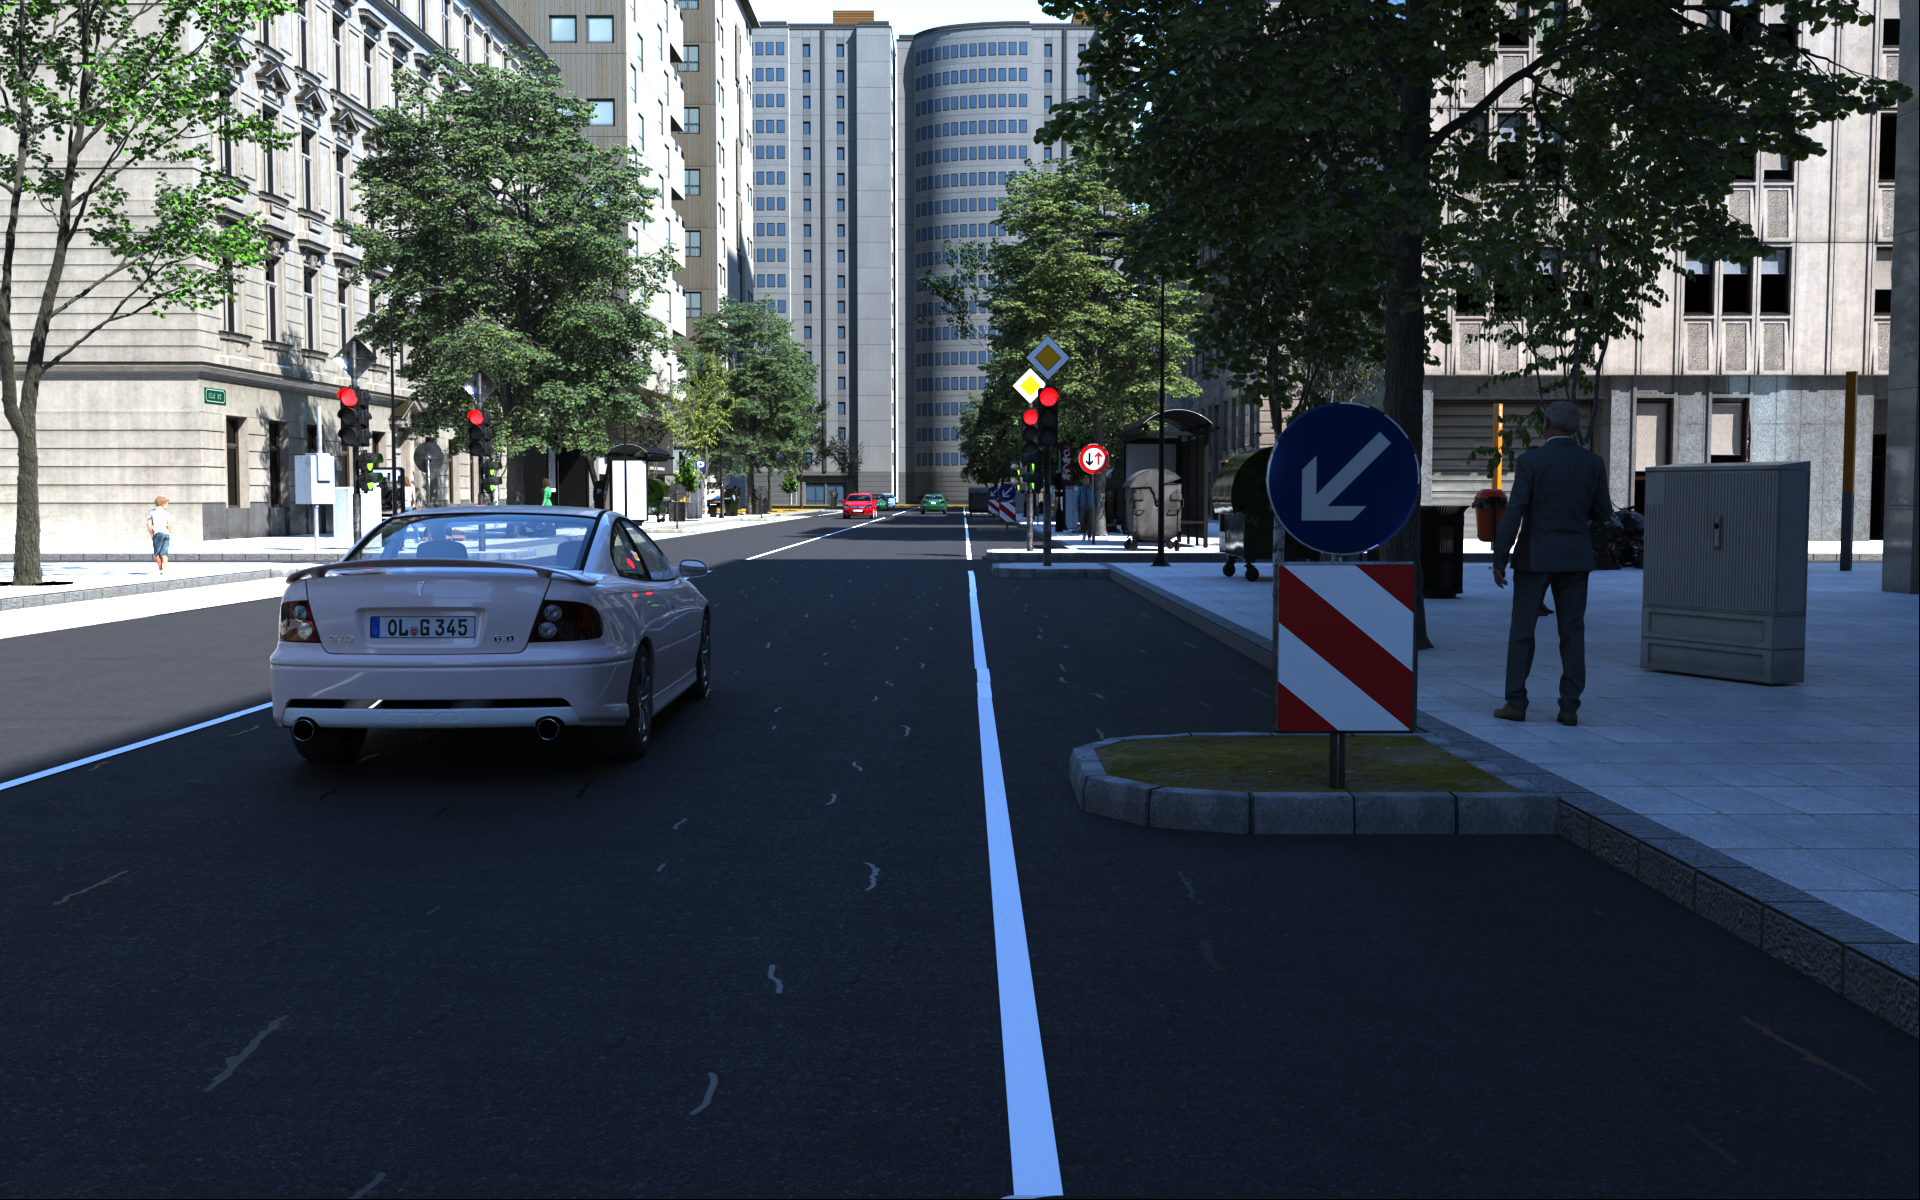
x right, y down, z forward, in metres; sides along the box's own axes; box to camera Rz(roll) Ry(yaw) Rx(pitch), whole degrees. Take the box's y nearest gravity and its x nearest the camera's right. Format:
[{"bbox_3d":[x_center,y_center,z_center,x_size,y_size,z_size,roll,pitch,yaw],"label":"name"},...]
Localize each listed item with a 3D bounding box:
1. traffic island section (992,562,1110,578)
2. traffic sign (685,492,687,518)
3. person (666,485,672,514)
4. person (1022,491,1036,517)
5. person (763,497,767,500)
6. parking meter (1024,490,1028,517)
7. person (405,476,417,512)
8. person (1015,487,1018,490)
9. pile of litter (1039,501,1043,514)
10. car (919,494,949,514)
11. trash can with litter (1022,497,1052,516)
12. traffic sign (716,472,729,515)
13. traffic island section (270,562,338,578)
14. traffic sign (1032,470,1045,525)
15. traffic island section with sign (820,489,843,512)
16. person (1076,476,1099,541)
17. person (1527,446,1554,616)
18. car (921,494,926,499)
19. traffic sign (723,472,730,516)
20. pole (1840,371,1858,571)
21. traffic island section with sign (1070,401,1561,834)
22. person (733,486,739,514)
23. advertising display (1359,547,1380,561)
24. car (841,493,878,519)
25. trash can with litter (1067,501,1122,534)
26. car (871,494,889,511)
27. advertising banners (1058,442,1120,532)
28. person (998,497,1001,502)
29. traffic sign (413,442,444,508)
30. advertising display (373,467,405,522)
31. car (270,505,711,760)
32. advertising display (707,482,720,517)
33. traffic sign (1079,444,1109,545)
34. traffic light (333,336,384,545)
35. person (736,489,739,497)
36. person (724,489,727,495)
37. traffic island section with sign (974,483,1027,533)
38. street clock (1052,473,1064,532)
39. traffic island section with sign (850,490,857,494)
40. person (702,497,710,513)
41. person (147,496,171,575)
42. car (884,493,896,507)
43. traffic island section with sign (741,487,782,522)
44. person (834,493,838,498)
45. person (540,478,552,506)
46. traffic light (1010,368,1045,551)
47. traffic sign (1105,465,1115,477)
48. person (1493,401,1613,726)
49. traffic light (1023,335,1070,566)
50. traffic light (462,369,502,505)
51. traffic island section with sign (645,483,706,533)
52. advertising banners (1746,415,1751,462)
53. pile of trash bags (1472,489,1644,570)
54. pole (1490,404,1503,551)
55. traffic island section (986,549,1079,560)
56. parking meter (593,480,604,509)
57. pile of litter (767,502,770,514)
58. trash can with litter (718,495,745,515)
[{"bbox_3d":[1.578,-0.527,30.901,2.009,0.180,2.903,0,3,0],"label":"traffic island section"},{"bbox_3d":[-14.558,-5.622,92.029,0.768,2.556,0.104,0,4,6],"label":"traffic sign"},{"bbox_3d":[-18.756,-6.493,112.073,0.748,1.841,0.638,0,4,7],"label":"person"},{"bbox_3d":[3.924,-5.594,97.682,0.721,1.800,0.419,2,4,30],"label":"person"},{"bbox_3d":[-17.156,-8.887,152.062,1.217,1.735,0.721,-2,4,-33],"label":"person"},{"bbox_3d":[3.739,-5.382,96.409,0.372,1.533,0.369,0,3,0],"label":"parking meter"},{"bbox_3d":[-14.463,-2.372,45.416,0.643,1.750,0.593,3,5,41],"label":"person"},{"bbox_3d":[4.226,-7.549,129.547,0.705,1.814,1.350,0,4,-6],"label":"person"},{"bbox_3d":[5.052,-5.855,109.694,1.719,0.858,1.176,0,4,-7],"label":"pile of litter"},{"bbox_3d":[-1.867,-6.856,123.900,2.131,1.459,4.920,0,3,0],"label":"car"},{"bbox_3d":[4.518,-5.492,100.850,2.233,1.210,1.678,0,4,7],"label":"trash can with litter"},{"bbox_3d":[-13.445,-5.979,97.866,0.768,2.556,0.104,1,4,8],"label":"traffic sign"},{"bbox_3d":[-10.763,-0.529,30.923,2.009,0.180,2.903,0,3,0],"label":"traffic island section"},{"bbox_3d":[3.240,-4.270,71.940,0.606,2.300,0.079,0,4,4],"label":"traffic sign"},{"bbox_3d":[-10.285,-8.076,140.666,1.989,1.847,2.006,0,3,0],"label":"traffic island section with sign"},{"bbox_3d":[3.470,-2.503,47.303,0.601,1.785,0.444,1,4,14],"label":"person"},{"bbox_3d":[6.168,-0.734,18.314,0.573,1.790,0.520,-1,4,-18],"label":"person"},{"bbox_3d":[-2.717,-9.439,164.113,2.009,1.686,4.222,0,4,1],"label":"car"},{"bbox_3d":[-13.766,-6.166,100.912,0.768,2.556,0.104,0,4,8],"label":"traffic sign"},{"bbox_3d":[14.836,-2.144,28.904,0.158,3.312,0.155,0,3,0],"label":"pole"},{"bbox_3d":[1.545,0.024,8.235,1.989,1.847,2.006,0,3,0],"label":"traffic island section with sign"},{"bbox_3d":[-14.801,-6.550,112.989,0.795,1.843,0.661,0,4,-4],"label":"person"},{"bbox_3d":[7.551,-1.604,31.442,0.123,1.923,0.974,-2,4,-23],"label":"advertising display"},{"bbox_3d":[-5.827,-5.612,100.799,2.155,1.783,4.494,0,4,0],"label":"car"},{"bbox_3d":[4.551,-2.804,56.902,2.233,1.210,1.678,0,4,-3],"label":"trash can with litter"},{"bbox_3d":[-6.985,-8.165,145.287,2.131,1.459,4.920,0,3,0],"label":"car"},{"bbox_3d":[4.319,-3.786,58.091,2.074,3.025,0.090,0,4,1],"label":"advertising banners"},{"bbox_3d":[3.706,-9.257,158.219,0.721,1.723,1.217,0,4,7],"label":"person"},{"bbox_3d":[-12.959,-2.577,42.240,0.768,2.556,0.104,0,4,6],"label":"traffic sign"},{"bbox_3d":[-13.836,-2.236,41.775,0.974,1.923,0.123,1,4,16],"label":"advertising display"},{"bbox_3d":[-2.667,0.100,10.721,2.083,1.381,4.827,0,4,-2],"label":"car"},{"bbox_3d":[-13.583,-5.510,95.299,0.974,1.923,0.123,0,4,2],"label":"advertising display"},{"bbox_3d":[3.393,-2.681,43.938,0.768,2.556,0.104,0,4,4],"label":"traffic sign"},{"bbox_3d":[-10.723,-2.561,30.788,0.839,4.253,0.868,0,3,0],"label":"traffic light"},{"bbox_3d":[-19.664,-8.914,152.310,0.721,1.766,1.217,-1,4,-16],"label":"person"},{"bbox_3d":[-18.987,-8.109,139.448,1.217,1.723,0.721,2,4,32],"label":"person"},{"bbox_3d":[1.624,-3.392,64.087,1.989,1.847,2.006,0,3,0],"label":"traffic island section with sign"},{"bbox_3d":[3.357,-3.306,58.623,0.471,2.002,0.358,-3,4,-36],"label":"street clock"},{"bbox_3d":[-10.244,-9.732,167.749,1.989,1.847,2.006,0,3,0],"label":"traffic island section with sign"},{"bbox_3d":[-17.022,-6.849,118.017,0.705,1.826,1.348,3,5,39],"label":"person"},{"bbox_3d":[-12.655,-1.018,27.365,0.332,1.250,0.352,0,4,-5],"label":"person"},{"bbox_3d":[-7.948,-11.016,189.695,1.945,1.707,3.694,0,4,-1],"label":"car"},{"bbox_3d":[-10.347,-5.005,90.466,1.989,1.847,2.006,0,3,0],"label":"traffic island section with sign"},{"bbox_3d":[-13.402,-10.899,184.696,0.568,1.767,0.683,3,5,40],"label":"person"},{"bbox_3d":[-13.632,-3.111,57.157,0.529,1.795,0.600,0,4,-6],"label":"person"},{"bbox_3d":[1.549,-3.049,38.772,0.839,4.253,0.868,0,3,0],"label":"traffic light"},{"bbox_3d":[5.205,-3.840,62.519,0.795,2.593,0.064,1,4,9],"label":"traffic sign"},{"bbox_3d":[3.321,-0.219,9.807,0.661,1.801,0.590,0,4,-5],"label":"person"},{"bbox_3d":[1.538,-2.561,30.787,0.839,4.253,0.868,0,3,0],"label":"traffic light"},{"bbox_3d":[-10.712,-3.049,38.773,0.839,4.253,0.868,0,3,0],"label":"traffic light"},{"bbox_3d":[-10.395,-3.357,63.511,1.989,1.847,2.006,0,3,0],"label":"traffic island section with sign"},{"bbox_3d":[17.769,-2.635,39.264,0.090,3.025,2.074,1,4,20],"label":"advertising banners"},{"bbox_3d":[10.629,-1.242,30.056,3.447,1.369,1.912,0,4,1],"label":"pile of trash bags"},{"bbox_3d":[12.137,-2.772,39.170,0.158,3.312,0.155,0,3,0],"label":"pole"},{"bbox_3d":[1.589,-1.016,38.886,2.009,0.180,2.903,0,3,0],"label":"traffic island section"},{"bbox_3d":[-14.669,-3.949,70.277,0.399,1.863,0.255,-1,4,-22],"label":"parking meter"},{"bbox_3d":[-12.907,-6.021,112.400,1.176,0.858,1.719,-1,4,-9],"label":"pile of litter"},{"bbox_3d":[-13.837,-5.702,104.289,2.233,1.210,1.678,-1,4,-9],"label":"trash can with litter"}]
